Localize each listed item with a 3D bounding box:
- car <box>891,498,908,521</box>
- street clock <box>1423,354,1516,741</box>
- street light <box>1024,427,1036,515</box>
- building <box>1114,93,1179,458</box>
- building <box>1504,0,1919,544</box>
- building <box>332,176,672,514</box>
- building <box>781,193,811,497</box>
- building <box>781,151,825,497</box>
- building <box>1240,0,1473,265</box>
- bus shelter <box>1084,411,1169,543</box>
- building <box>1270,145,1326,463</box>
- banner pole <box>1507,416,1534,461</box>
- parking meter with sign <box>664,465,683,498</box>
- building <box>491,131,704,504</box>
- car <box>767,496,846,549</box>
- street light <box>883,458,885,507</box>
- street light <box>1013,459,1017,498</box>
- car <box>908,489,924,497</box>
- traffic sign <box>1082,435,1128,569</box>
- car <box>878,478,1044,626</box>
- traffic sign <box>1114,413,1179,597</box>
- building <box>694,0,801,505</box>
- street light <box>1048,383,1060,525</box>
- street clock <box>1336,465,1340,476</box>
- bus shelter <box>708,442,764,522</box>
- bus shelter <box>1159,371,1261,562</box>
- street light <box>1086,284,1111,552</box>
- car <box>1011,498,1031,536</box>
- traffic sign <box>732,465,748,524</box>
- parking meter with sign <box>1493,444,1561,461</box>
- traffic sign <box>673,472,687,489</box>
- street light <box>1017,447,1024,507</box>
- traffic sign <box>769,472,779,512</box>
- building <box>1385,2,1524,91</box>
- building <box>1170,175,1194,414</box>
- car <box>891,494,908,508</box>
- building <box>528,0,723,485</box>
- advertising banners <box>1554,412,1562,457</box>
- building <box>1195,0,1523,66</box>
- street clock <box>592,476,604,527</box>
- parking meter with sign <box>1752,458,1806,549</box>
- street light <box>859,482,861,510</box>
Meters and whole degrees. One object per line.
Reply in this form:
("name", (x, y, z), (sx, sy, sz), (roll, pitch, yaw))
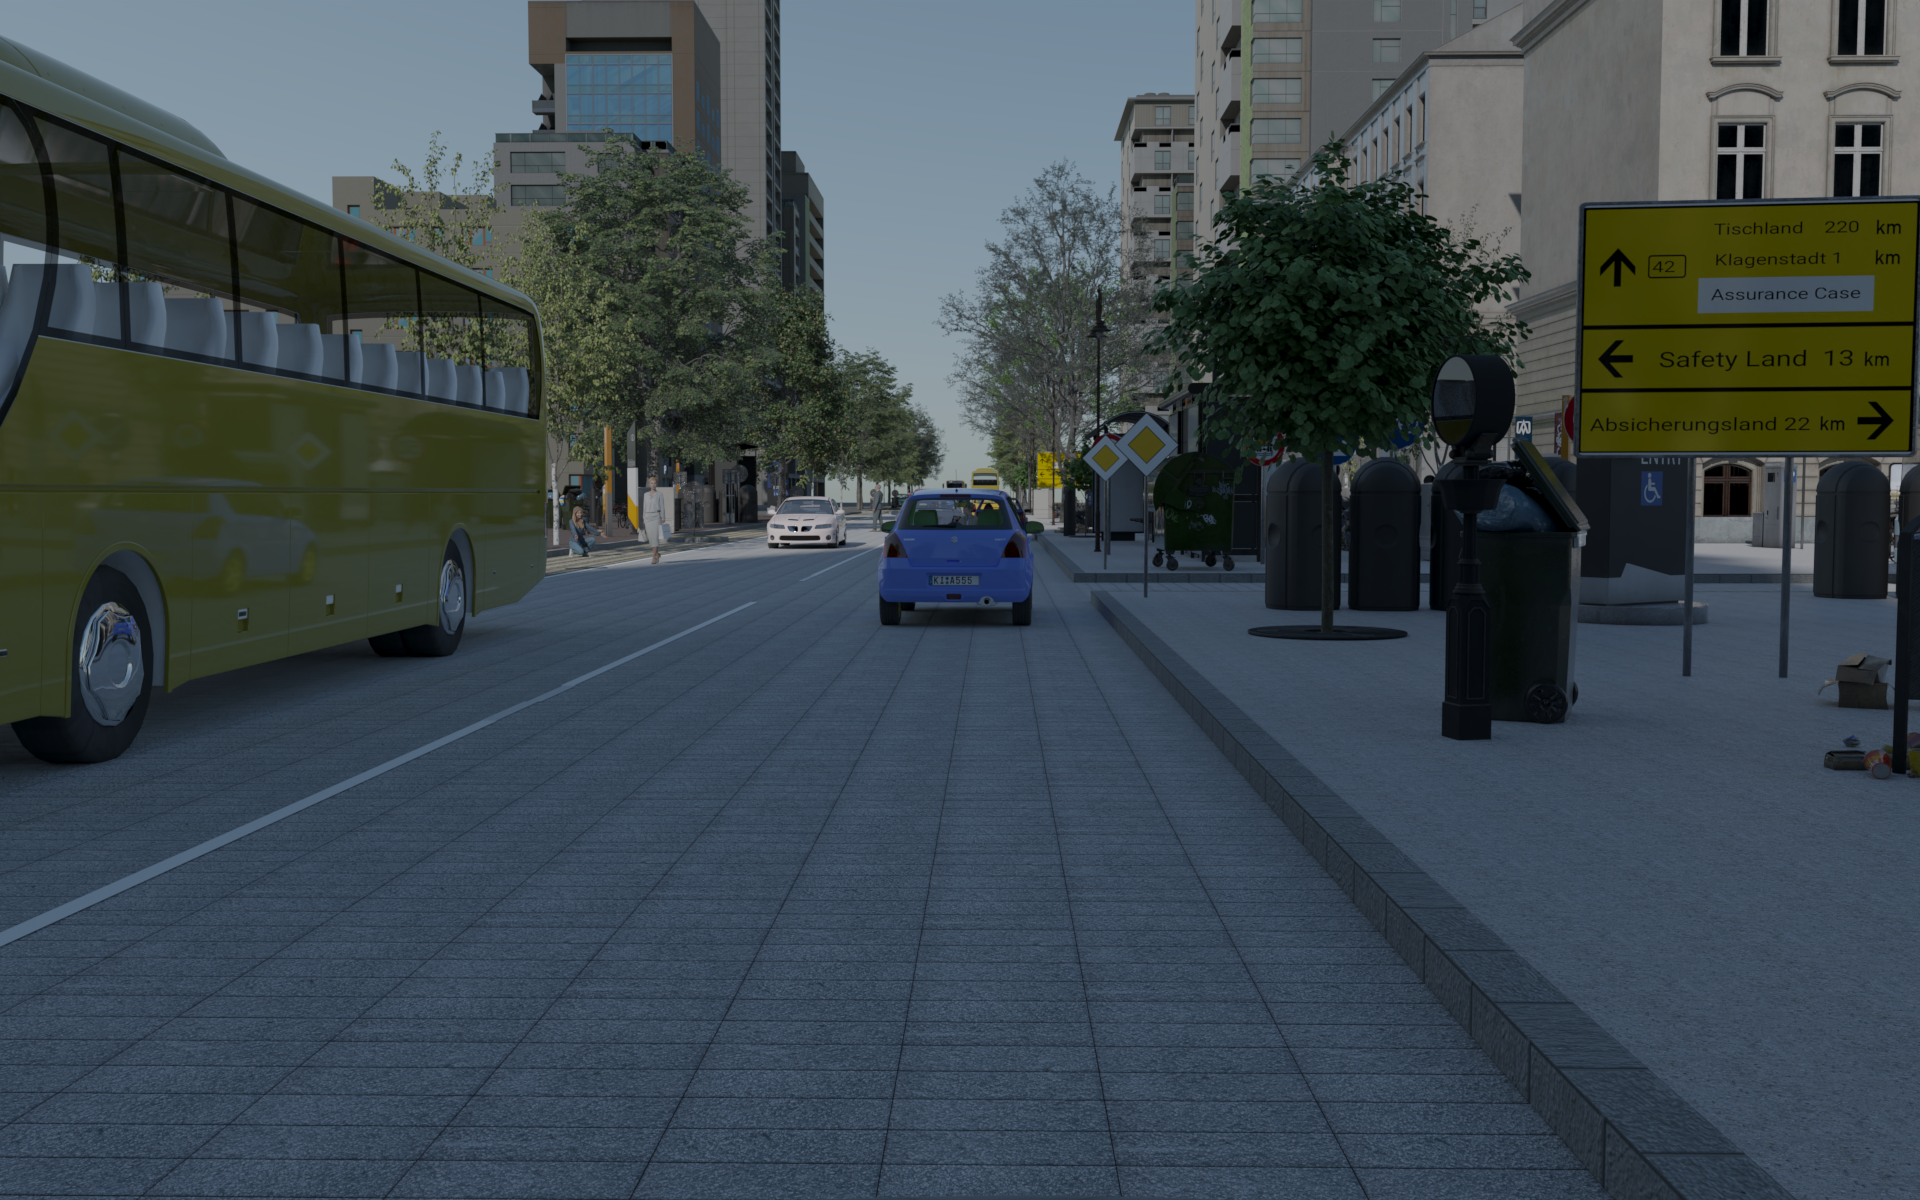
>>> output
("car", (-0.729, -1.931, 43.928), (2.083, 1.381, 4.827), (0, 4, 0))
("street clock", (2.665, -0.274, 9.056), (0.358, 2.002, 0.471), (-1, 4, -13))
("street light", (4.705, -8.730, 115.518), (0.468, 5.910, 1.993), (0, 4, 1))
("building", (35.153, -38.893, 225.141), (28.713, 52.752, 27.495), (0, 4, 1))
("building", (34.862, -14.059, 48.955), (34.723, 24.649, 14.460), (0, 4, 1))
("building", (-36.487, -16.814, 119.951), (27.650, 21.520, 28.899), (0, 4, 1))
("building", (-27.641, -33.427, 230.123), (14.154, 41.232, 14.086), (0, 4, 1))
("building", (-31.066, -38.170, 247.785), (21.300, 48.544, 21.600), (0, 4, 1))
("building", (25.779, -26.524, 117.262), (14.154, 41.232, 14.086), (0, 4, 1))
("bus shelter", (4.345, -3.114, 44.830), (2.014, 3.302, 5.546), (0, 4, 1))
("building", (22.922, -15.048, 95.187), (9.793, 20.994, 18.267), (0, 4, 1))
("banner pole", (15.822, -3.620, 49.202), (0.863, 3.779, 0.401), (1, 4, 15))
("parking meter with sign", (-16.931, -6.620, 104.505), (1.738, 3.016, 0.543), (-2, 4, -25))
("building", (-29.183, -22.623, 141.592), (14.160, 30.474, 14.107), (0, 4, 1))
("car", (-4.121, -2.125, 47.098), (2.083, 1.381, 4.827), (0, 4, 1))
("street light", (-7.544, -12.181, 171.954), (0.468, 5.910, 1.993), (0, 4, 1))
("street light", (6.012, -12.716, 180.697), (0.468, 5.910, 1.993), (0, 4, 1))
("car", (-2.363, -6.724, 118.615), (2.281, 1.827, 5.304), (0, 4, 3))
("traffic sign", (2.469, -1.577, 29.422), (0.795, 2.450, 0.064), (0, 4, 1))
("car", (0.013, -0.649, 20.199), (1.945, 1.707, 3.694), (0, 4, 2))
("traffic sign", (2.302, -1.088, 21.438), (0.795, 2.450, 0.064), (0, 4, 1))
("building", (-30.384, -47.321, 211.946), (20.563, 71.187, 20.611), (0, 4, 1))
("street light", (3.829, -5.995, 70.802), (0.468, 5.910, 1.993), (0, 4, 1))
("street clock", (7.400, -1.856, 34.908), (0.471, 2.002, 0.358), (1, 4, 21))
("bus shelter", (-10.465, -5.508, 81.343), (1.731, 3.624, 6.357), (0, 4, 1))
("bus shelter", (5.450, -3.618, 36.792), (2.179, 5.291, 8.768), (0, 4, 1))
("street light", (3.059, -4.008, 38.318), (0.468, 5.910, 1.993), (0, 4, 1))
("car", (1.267, -2.561, 54.454), (1.945, 1.354, 3.894), (0, 4, 2))
("traffic sign", (-9.608, -4.598, 75.289), (0.768, 2.556, 0.104), (0, 4, 2))
("parking meter with sign", (10.824, -2.207, 32.345), (1.738, 3.016, 0.543), (0, 4, 7))
("traffic sign", (-12.716, -4.683, 78.692), (0.606, 2.300, 0.079), (0, 4, 2))
("street light", (5.360, -10.717, 148.005), (0.468, 5.910, 1.993), (0, 4, 1))
("traffic sign", (-10.401, -5.975, 97.800), (0.768, 2.556, 0.104), (1, 4, 10))
("building", (23.132, -13.932, 76.946), (9.793, 20.994, 18.267), (0, 4, 1))
("building", (26.179, -23.694, 159.104), (14.160, 30.474, 14.107), (0, 4, 1))
("car", (-5.444, -9.389, 162.301), (1.959, 1.807, 4.718), (0, 4, 3))
("building", (-29.419, -30.937, 155.922), (14.600, 45.320, 14.200), (0, 4, 1))
("advertising banners", (12.683, -2.542, 37.743), (0.090, 3.025, 2.074), (-1, 4, -8))
("building", (33.475, -33.533, 137.506), (28.713, 52.752, 27.495), (0, 4, 1))
("street clock", (-14.286, -3.911, 68.509), (0.471, 2.002, 0.358), (-3, 4, -39))
("parking meter with sign", (19.434, -2.735, 40.977), (0.543, 3.016, 1.738), (-1, 4, -9))
("street light", (-8.053, -10.194, 139.464), (0.468, 5.910, 1.993), (0, 4, 1))
